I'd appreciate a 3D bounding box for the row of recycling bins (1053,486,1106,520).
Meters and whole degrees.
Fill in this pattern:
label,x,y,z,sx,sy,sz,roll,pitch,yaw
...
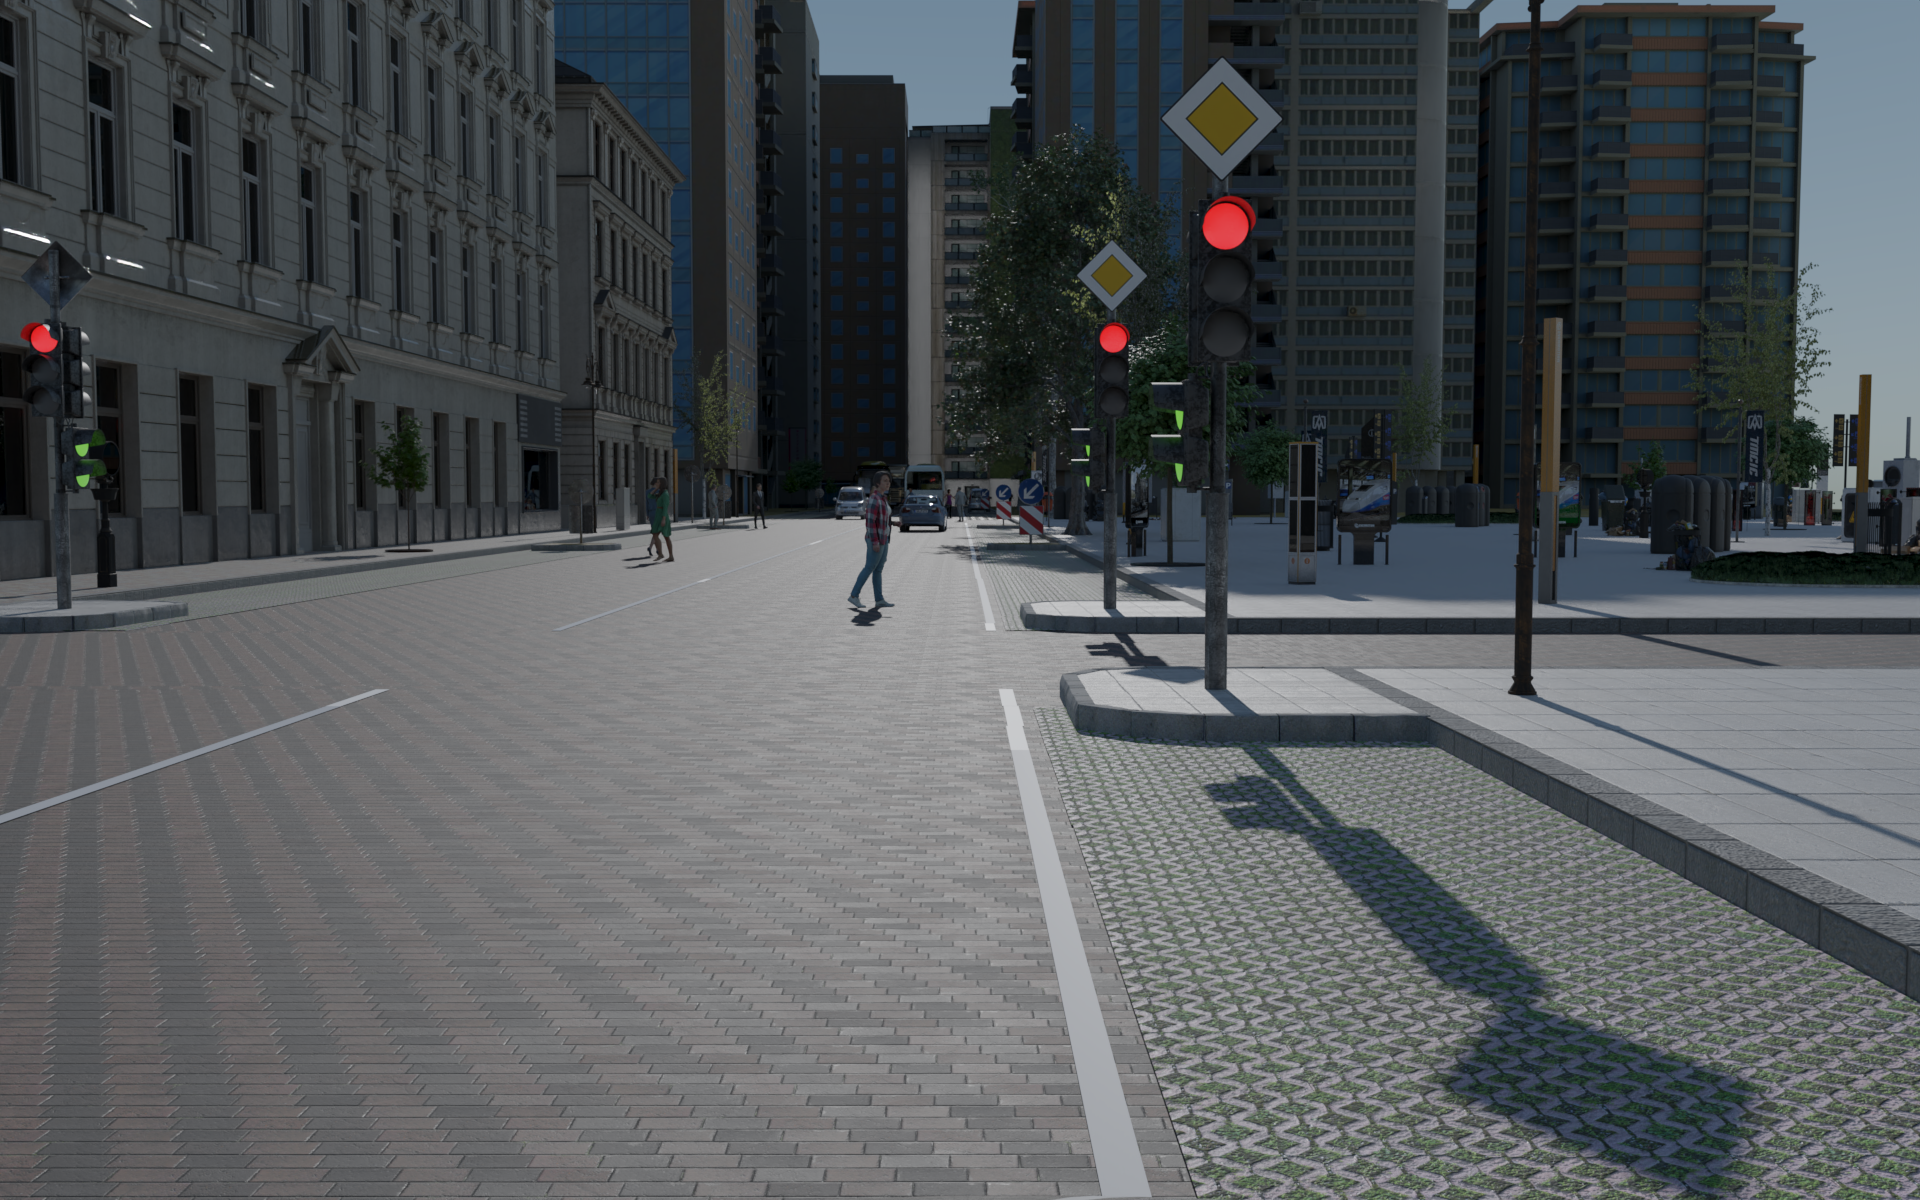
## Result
label,x,y,z,sx,sy,sz,roll,pitch,yaw
row of recycling bins,6.165,-4.887,87.016,3.534,1.692,1.069,3,5,40

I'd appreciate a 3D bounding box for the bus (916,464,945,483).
label,x,y,z,sx,sy,sz,roll,pitch,yaw
bus,-2.692,-9.020,139.022,2.896,3.916,12.252,0,4,0

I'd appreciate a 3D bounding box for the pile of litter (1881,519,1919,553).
label,x,y,z,sx,sy,sz,roll,pitch,yaw
pile of litter,20.436,-1.404,36.920,1.176,0.858,1.719,0,4,1

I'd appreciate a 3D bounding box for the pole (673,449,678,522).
label,x,y,z,sx,sy,sz,roll,pitch,yaw
pole,-12.867,-5.165,78.294,0.158,3.312,0.155,0,3,0

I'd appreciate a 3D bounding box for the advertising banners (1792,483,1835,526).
label,x,y,z,sx,sy,sz,roll,pitch,yaw
advertising banners,34.719,-4.553,70.632,2.074,3.025,0.090,0,4,-8

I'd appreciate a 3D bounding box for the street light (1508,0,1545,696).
label,x,y,z,sx,sy,sz,roll,pitch,yaw
street light,3.608,-2.333,10.933,0.468,5.910,1.993,0,3,0

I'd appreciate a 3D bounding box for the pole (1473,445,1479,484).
label,x,y,z,sx,sy,sz,roll,pitch,yaw
pole,21.282,-4.750,71.513,0.158,3.312,0.155,0,3,0

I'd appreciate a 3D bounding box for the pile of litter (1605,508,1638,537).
label,x,y,z,sx,sy,sz,roll,pitch,yaw
pile of litter,20.318,-2.396,53.134,1.719,0.858,1.176,-3,4,-37

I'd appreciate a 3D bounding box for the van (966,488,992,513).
label,x,y,z,sx,sy,sz,roll,pitch,yaw
van,1.414,-7.500,129.637,2.013,2.044,4.112,0,4,-1

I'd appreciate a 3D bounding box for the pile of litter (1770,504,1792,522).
label,x,y,z,sx,sy,sz,roll,pitch,yaw
pile of litter,37.670,-3.975,78.962,1.176,0.858,1.719,0,4,2

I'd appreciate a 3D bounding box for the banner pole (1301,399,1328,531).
label,x,y,z,sx,sy,sz,roll,pitch,yaw
banner pole,9.315,-3.405,45.683,0.863,3.779,0.401,-1,4,-11

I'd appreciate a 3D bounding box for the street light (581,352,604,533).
label,x,y,z,sx,sy,sz,roll,pitch,yaw
street light,-11.991,-5.131,56.676,0.468,5.910,1.993,0,3,0

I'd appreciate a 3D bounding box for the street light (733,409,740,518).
label,x,y,z,sx,sy,sz,roll,pitch,yaw
street light,-12.082,-7.405,93.865,0.468,5.910,1.993,0,3,0

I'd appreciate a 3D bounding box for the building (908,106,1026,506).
label,x,y,z,sx,sy,sz,roll,pitch,yaw
building,1.413,-30.734,186.098,14.086,41.232,14.154,0,3,0

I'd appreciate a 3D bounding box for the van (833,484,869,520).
label,x,y,z,sx,sy,sz,roll,pitch,yaw
van,-6.184,-5.607,98.687,2.013,2.044,4.112,0,4,-1

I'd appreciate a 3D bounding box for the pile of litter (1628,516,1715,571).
label,x,y,z,sx,sy,sz,roll,pitch,yaw
pile of litter,12.345,-0.927,29.123,1.176,0.858,1.719,-1,4,-16

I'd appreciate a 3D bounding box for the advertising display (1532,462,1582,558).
label,x,y,z,sx,sy,sz,roll,pitch,yaw
advertising display,12.049,-1.821,34.984,0.974,1.923,0.123,0,4,-7

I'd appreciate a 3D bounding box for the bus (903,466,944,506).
label,x,y,z,sx,sy,sz,roll,pitch,yaw
bus,-2.457,-7.538,118.109,2.948,3.499,13.247,0,4,-1

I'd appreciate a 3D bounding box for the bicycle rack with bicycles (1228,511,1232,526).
label,x,y,z,sx,sy,sz,roll,pitch,yaw
bicycle rack with bicycles,9.723,-3.441,69.650,2.852,0.926,2.925,1,4,21

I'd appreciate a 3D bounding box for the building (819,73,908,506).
label,x,y,z,sx,sy,sz,roll,pitch,yaw
building,-12.729,-32.750,185.581,14.200,45.320,14.600,0,3,0

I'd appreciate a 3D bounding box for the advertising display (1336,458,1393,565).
label,x,y,z,sx,sy,sz,roll,pitch,yaw
advertising display,7.322,-1.601,31.384,0.974,1.923,0.123,0,4,3

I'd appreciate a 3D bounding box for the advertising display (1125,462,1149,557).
label,x,y,z,sx,sy,sz,roll,pitch,yaw
advertising display,3.625,-1.849,35.441,0.123,1.923,0.974,2,4,28

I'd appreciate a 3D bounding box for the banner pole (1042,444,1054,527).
label,x,y,z,sx,sy,sz,roll,pitch,yaw
banner pole,3.349,-4.721,67.203,0.401,3.779,0.863,-1,4,-23

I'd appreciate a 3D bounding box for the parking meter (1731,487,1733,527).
label,x,y,z,sx,sy,sz,roll,pitch,yaw
parking meter,24.829,-2.920,56.156,0.372,1.533,0.369,0,3,0

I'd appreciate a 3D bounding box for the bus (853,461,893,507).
label,x,y,z,sx,sy,sz,roll,pitch,yaw
bus,-6.583,-8.641,132.833,2.896,3.916,12.252,0,4,-2

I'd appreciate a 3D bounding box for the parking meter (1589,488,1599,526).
label,x,y,z,sx,sy,sz,roll,pitch,yaw
parking meter,25.558,-3.756,69.827,0.372,1.533,0.369,0,3,0

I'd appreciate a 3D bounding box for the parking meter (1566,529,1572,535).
label,x,y,z,sx,sy,sz,roll,pitch,yaw
parking meter,18.896,-2.953,53.991,0.399,1.863,0.255,-2,4,-29

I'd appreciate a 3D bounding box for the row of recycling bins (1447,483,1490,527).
label,x,y,z,sx,sy,sz,roll,pitch,yaw
row of recycling bins,20.188,-3.744,68.325,1.069,1.692,3.534,2,4,26

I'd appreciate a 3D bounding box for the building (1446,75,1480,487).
label,x,y,z,sx,sy,sz,roll,pitch,yaw
building,39.363,-29.260,161.997,14.086,41.232,14.154,0,3,0

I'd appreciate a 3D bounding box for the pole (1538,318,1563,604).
label,x,y,z,sx,sy,sz,roll,pitch,yaw
pole,6.880,-1.611,20.183,0.158,3.312,0.155,0,3,0

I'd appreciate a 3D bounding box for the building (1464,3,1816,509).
label,x,y,z,sx,sy,sz,roll,pitch,yaw
building,61.032,-30.763,157.597,28.867,44.769,22.147,0,3,0

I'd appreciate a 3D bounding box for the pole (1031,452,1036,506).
label,x,y,z,sx,sy,sz,roll,pitch,yaw
pole,3.545,-5.477,83.385,0.158,3.312,0.155,0,3,0

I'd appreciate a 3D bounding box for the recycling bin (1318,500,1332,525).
label,x,y,z,sx,sy,sz,roll,pitch,yaw
recycling bin,14.864,-3.600,71.410,0.722,1.027,0.722,0,4,-8

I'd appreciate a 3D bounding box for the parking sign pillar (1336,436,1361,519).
label,x,y,z,sx,sy,sz,roll,pitch,yaw
parking sign pillar,18.268,-5.637,80.638,1.447,3.967,1.447,0,4,-2

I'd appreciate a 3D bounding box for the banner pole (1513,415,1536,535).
label,x,y,z,sx,sy,sz,roll,pitch,yaw
banner pole,17.765,-3.934,54.332,0.863,3.779,0.401,-2,4,-28

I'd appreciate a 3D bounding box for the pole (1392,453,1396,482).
label,x,y,z,sx,sy,sz,roll,pitch,yaw
pole,21.479,-5.618,85.692,0.158,3.312,0.155,0,3,0

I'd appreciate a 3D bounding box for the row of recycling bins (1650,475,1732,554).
label,x,y,z,sx,sy,sz,roll,pitch,yaw
row of recycling bins,16.189,-1.901,38.194,1.069,1.692,3.534,3,5,40

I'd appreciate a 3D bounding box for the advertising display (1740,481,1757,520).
label,x,y,z,sx,sy,sz,roll,pitch,yaw
advertising display,39.054,-4.935,85.904,0.123,1.923,0.974,-2,4,-31

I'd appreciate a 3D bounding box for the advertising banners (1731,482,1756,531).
label,x,y,z,sx,sy,sz,roll,pitch,yaw
advertising banners,26.784,-3.881,59.649,0.090,3.025,2.074,-1,4,-14

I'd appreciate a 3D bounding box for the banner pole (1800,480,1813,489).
label,x,y,z,sx,sy,sz,roll,pitch,yaw
banner pole,45.060,-6.241,92.051,0.401,3.779,0.863,-3,4,-38

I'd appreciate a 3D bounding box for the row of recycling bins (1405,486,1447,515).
label,x,y,z,sx,sy,sz,roll,pitch,yaw
row of recycling bins,23.732,-4.876,86.833,3.534,1.692,1.069,-2,4,-35

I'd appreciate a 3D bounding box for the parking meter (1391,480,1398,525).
label,x,y,z,sx,sy,sz,roll,pitch,yaw
parking meter,18.129,-4.090,72.587,0.399,1.863,0.255,-3,4,-36

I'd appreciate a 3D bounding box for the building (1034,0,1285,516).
label,x,y,z,sx,sy,sz,roll,pitch,yaw
building,11.902,-28.045,108.646,14.600,45.320,14.200,0,3,0

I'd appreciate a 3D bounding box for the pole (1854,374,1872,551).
label,x,y,z,sx,sy,sz,roll,pitch,yaw
pole,15.415,-2.186,29.581,0.158,3.312,0.155,0,3,0

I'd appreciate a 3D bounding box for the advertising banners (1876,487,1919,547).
label,x,y,z,sx,sy,sz,roll,pitch,yaw
advertising banners,22.783,-2.761,41.338,0.090,3.025,2.074,-1,4,-20

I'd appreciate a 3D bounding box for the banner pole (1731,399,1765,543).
label,x,y,z,sx,sy,sz,roll,pitch,yaw
banner pole,20.776,-3.405,45.685,0.401,3.779,0.863,-3,5,-43
